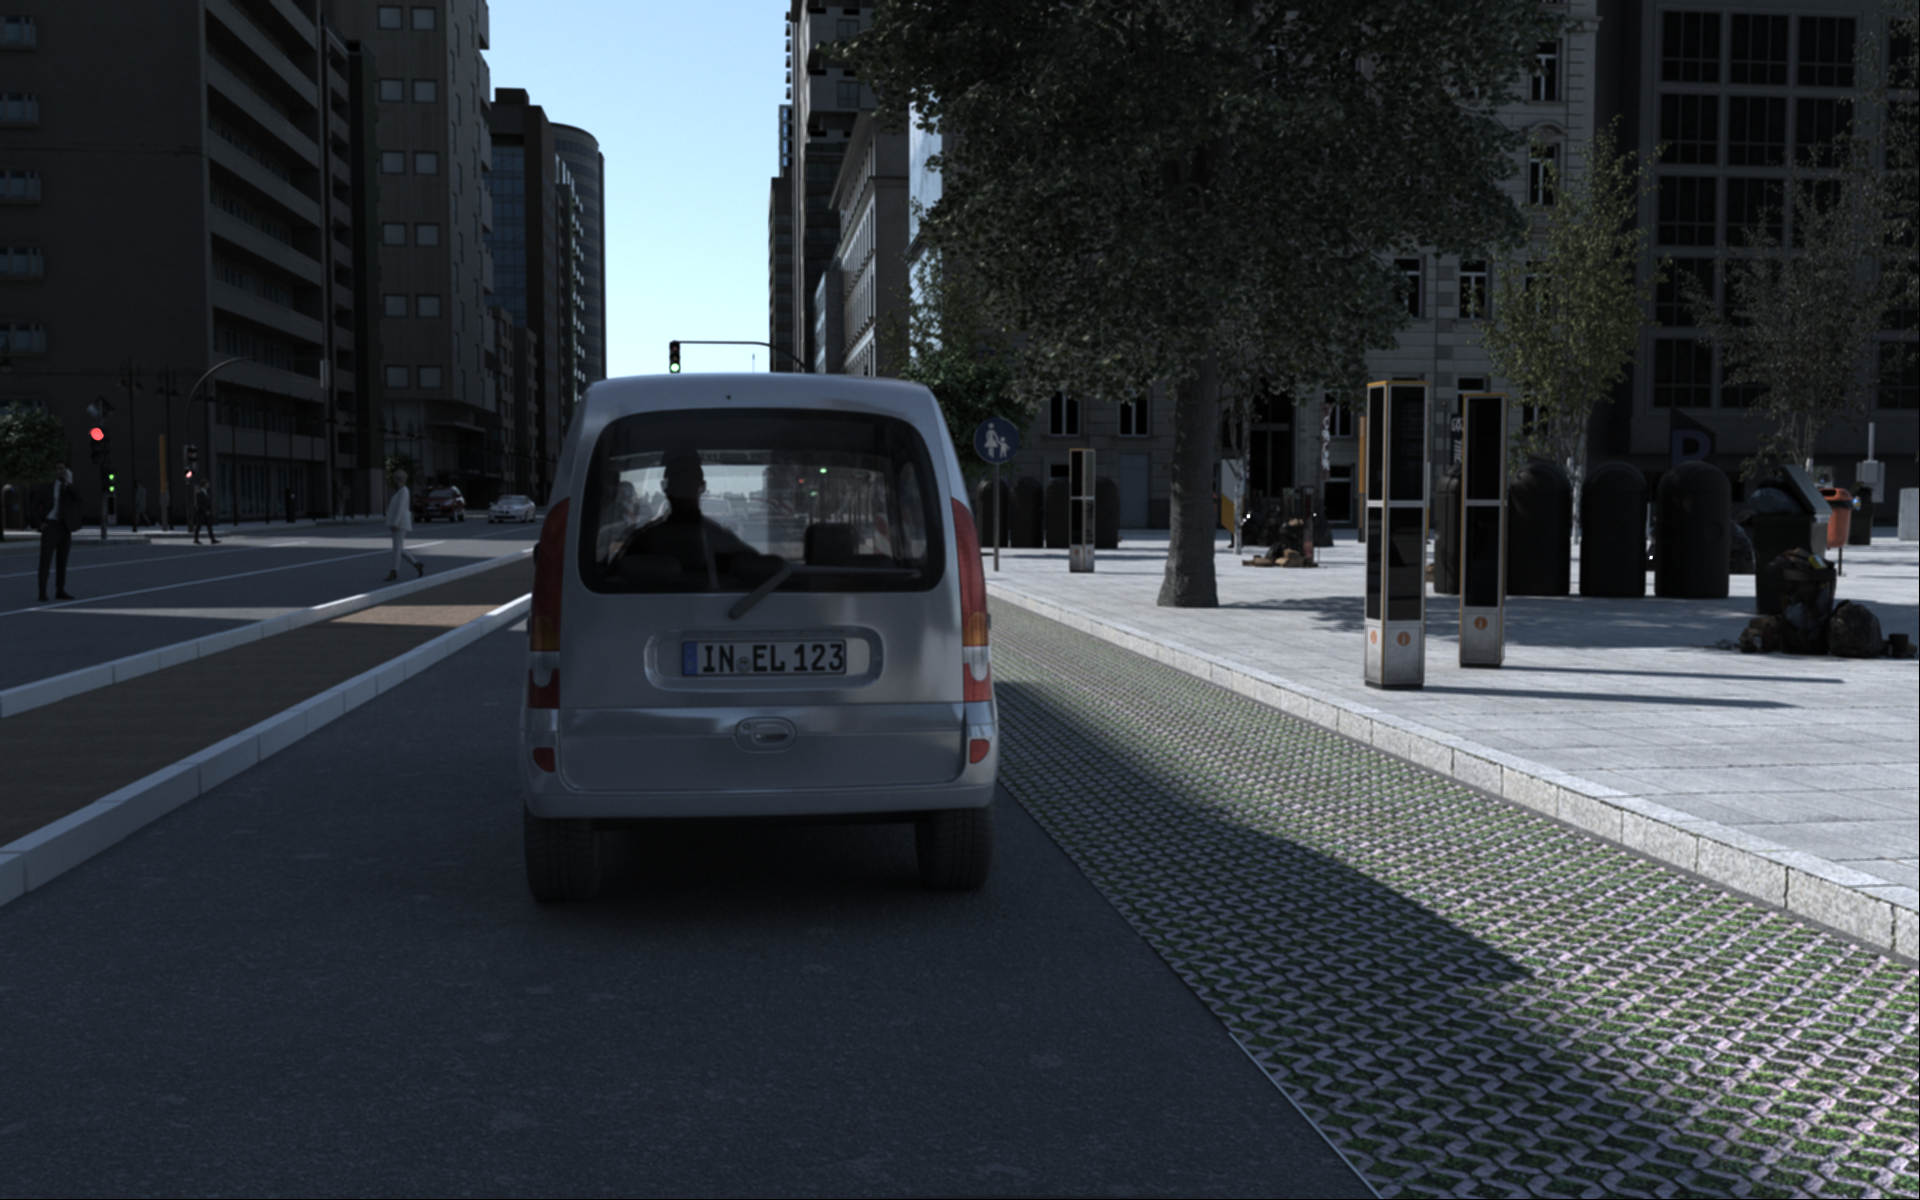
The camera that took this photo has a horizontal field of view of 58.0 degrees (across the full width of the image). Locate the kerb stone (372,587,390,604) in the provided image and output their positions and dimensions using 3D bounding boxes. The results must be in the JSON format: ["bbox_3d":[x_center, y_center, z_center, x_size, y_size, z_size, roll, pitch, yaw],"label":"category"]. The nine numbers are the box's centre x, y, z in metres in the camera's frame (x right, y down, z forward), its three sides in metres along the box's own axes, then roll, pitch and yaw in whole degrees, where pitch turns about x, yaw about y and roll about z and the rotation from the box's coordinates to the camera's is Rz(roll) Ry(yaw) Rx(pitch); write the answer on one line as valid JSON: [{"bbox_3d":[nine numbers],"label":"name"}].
[{"bbox_3d":[-7.663,-0.029,22.673,0.120,0.150,1.000,0,4,-7],"label":"kerb stone"}]

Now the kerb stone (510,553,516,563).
[{"bbox_3d":[-9.376,-0.839,35.911,0.120,0.150,1.000,0,4,-7],"label":"kerb stone"}]

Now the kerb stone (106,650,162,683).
[{"bbox_3d":[-6.481,0.531,13.518,0.120,0.150,1.000,0,4,-7],"label":"kerb stone"}]

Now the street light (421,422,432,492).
[{"bbox_3d":[-34.597,-8.477,111.380,0.468,5.910,1.993,0,4,-7],"label":"street light"}]

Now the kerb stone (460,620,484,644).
[{"bbox_3d":[-4.802,0.330,16.878,0.120,0.150,1.000,0,4,-7],"label":"kerb stone"}]

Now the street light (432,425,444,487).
[{"bbox_3d":[-35.060,-8.730,115.521,0.468,5.910,1.993,0,4,-7],"label":"street light"}]

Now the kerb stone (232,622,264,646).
[{"bbox_3d":[-6.879,0.351,16.571,0.120,0.150,1.000,0,4,-7],"label":"kerb stone"}]

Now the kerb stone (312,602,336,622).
[{"bbox_3d":[-7.275,0.158,19.614,0.120,0.150,1.000,0,4,-7],"label":"kerb stone"}]

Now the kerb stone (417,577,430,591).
[{"bbox_3d":[-8.068,-0.215,25.741,0.120,0.150,1.000,0,4,-7],"label":"kerb stone"}]

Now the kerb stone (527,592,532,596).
[{"bbox_3d":[-5.453,0.015,21.959,0.120,0.150,1.000,0,4,-7],"label":"kerb stone"}]

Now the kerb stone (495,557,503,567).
[{"bbox_3d":[-9.117,-0.715,33.878,0.120,0.150,1.000,0,4,-7],"label":"kerb stone"}]

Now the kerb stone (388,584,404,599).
[{"bbox_3d":[-7.800,-0.092,23.699,0.120,0.150,1.000,0,4,-7],"label":"kerb stone"}]

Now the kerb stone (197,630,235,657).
[{"bbox_3d":[-6.739,0.407,15.549,0.120,0.150,1.000,0,4,-7],"label":"kerb stone"}]

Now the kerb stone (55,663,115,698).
[{"bbox_3d":[-6.359,0.596,12.503,0.120,0.150,1.000,0,4,-7],"label":"kerb stone"}]

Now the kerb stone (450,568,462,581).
[{"bbox_3d":[-8.462,-0.403,28.785,0.120,0.150,1.000,0,4,-7],"label":"kerb stone"}]

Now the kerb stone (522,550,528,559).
[{"bbox_3d":[-9.642,-0.964,37.949,0.120,0.150,1.000,0,4,-7],"label":"kerb stone"}]

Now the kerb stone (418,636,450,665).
[{"bbox_3d":[-4.536,0.449,14.850,0.120,0.150,1.000,0,4,-7],"label":"kerb stone"}]

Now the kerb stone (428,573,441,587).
[{"bbox_3d":[-8.197,-0.279,26.756,0.120,0.150,1.000,0,4,-7],"label":"kerb stone"}]

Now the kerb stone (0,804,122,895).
[{"bbox_3d":[-3.475,0.946,6.721,0.120,0.150,1.000,0,4,-7],"label":"kerb stone"}]

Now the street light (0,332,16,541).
[{"bbox_3d":[-26.243,-4.554,47.240,0.468,5.910,1.993,0,4,-7],"label":"street light"}]

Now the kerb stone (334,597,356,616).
[{"bbox_3d":[-7.402,0.095,20.637,0.120,0.150,1.000,0,4,-7],"label":"kerb stone"}]

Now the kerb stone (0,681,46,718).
[{"bbox_3d":[-6.210,0.655,11.491,0.120,0.150,1.000,0,4,-7],"label":"kerb stone"}]

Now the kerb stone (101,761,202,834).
[{"bbox_3d":[-3.616,0.885,7.734,0.120,0.150,1.000,0,4,-7],"label":"kerb stone"}]

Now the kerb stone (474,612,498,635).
[{"bbox_3d":[-4.929,0.264,17.892,0.120,0.150,1.000,0,4,-7],"label":"kerb stone"}]

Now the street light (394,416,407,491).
[{"bbox_3d":[-33.466,-7.952,102.808,0.468,5.910,1.993,0,4,-7],"label":"street light"}]

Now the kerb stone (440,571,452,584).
[{"bbox_3d":[-8.332,-0.341,27.771,0.120,0.150,1.000,0,4,-7],"label":"kerb stone"}]

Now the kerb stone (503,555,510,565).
[{"bbox_3d":[-9.245,-0.777,34.893,0.120,0.150,1.000,0,4,-7],"label":"kerb stone"}]

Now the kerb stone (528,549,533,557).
[{"bbox_3d":[-9.782,-1.026,38.969,0.120,0.150,1.000,0,4,-7],"label":"kerb stone"}]

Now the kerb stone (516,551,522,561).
[{"bbox_3d":[-9.511,-0.901,36.934,0.120,0.150,1.000,0,4,-7],"label":"kerb stone"}]

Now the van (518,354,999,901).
[{"bbox_3d":[-0.894,-0.033,7.544,2.013,2.044,4.112,0,4,-8],"label":"van"}]

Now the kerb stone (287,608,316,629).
[{"bbox_3d":[-7.131,0.220,18.600,0.120,0.150,1.000,0,4,-7],"label":"kerb stone"}]

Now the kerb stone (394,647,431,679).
[{"bbox_3d":[-4.399,0.515,13.832,0.120,0.150,1.000,0,4,-7],"label":"kerb stone"}]

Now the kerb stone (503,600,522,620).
[{"bbox_3d":[-5.195,0.139,19.931,0.120,0.150,1.000,0,4,-7],"label":"kerb stone"}]

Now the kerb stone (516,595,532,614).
[{"bbox_3d":[-5.325,0.077,20.945,0.120,0.150,1.000,0,4,-7],"label":"kerb stone"}]

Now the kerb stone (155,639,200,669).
[{"bbox_3d":[-6.615,0.469,14.534,0.120,0.150,1.000,0,4,-7],"label":"kerb stone"}]

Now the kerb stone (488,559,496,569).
[{"bbox_3d":[-8.987,-0.649,32.864,0.120,0.150,1.000,0,4,-7],"label":"kerb stone"}]

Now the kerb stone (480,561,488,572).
[{"bbox_3d":[-8.851,-0.589,31.843,0.120,0.150,1.000,0,4,-7],"label":"kerb stone"}]

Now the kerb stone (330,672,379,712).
[{"bbox_3d":[-4.142,0.636,11.800,0.120,0.150,1.000,0,4,-7],"label":"kerb stone"}]

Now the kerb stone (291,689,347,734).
[{"bbox_3d":[-4.009,0.698,10.777,0.120,0.150,1.000,0,4,-7],"label":"kerb stone"}]

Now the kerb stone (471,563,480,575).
[{"bbox_3d":[-8.722,-0.528,30.829,0.120,0.150,1.000,0,4,-7],"label":"kerb stone"}]

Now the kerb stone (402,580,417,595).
[{"bbox_3d":[-7.933,-0.154,24.717,0.120,0.150,1.000,0,4,-7],"label":"kerb stone"}]

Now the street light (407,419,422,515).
[{"bbox_3d":[-34.036,-8.235,107.434,0.468,5.910,1.993,0,4,-7],"label":"street light"}]

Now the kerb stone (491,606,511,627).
[{"bbox_3d":[-5.059,0.202,18.906,0.120,0.150,1.000,0,4,-7],"label":"kerb stone"}]

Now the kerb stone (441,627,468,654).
[{"bbox_3d":[-4.666,0.387,15.864,0.120,0.150,1.000,0,4,-7],"label":"kerb stone"}]

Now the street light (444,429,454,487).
[{"bbox_3d":[-35.643,-8.993,119.831,0.468,5.910,1.993,0,4,-7],"label":"street light"}]

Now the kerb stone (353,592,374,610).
[{"bbox_3d":[-7.532,0.033,21.659,0.120,0.150,1.000,0,4,-7],"label":"kerb stone"}]

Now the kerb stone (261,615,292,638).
[{"bbox_3d":[-7.004,0.284,17.585,0.120,0.150,1.000,0,4,-7],"label":"kerb stone"}]

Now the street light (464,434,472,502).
[{"bbox_3d":[-36.827,-9.518,128.410,0.468,5.910,1.993,0,4,-7],"label":"street light"}]

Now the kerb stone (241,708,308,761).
[{"bbox_3d":[-3.874,0.761,9.762,0.120,0.150,1.000,0,4,-7],"label":"kerb stone"}]

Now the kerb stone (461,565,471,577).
[{"bbox_3d":[-8.592,-0.466,29.811,0.120,0.150,1.000,0,4,-7],"label":"kerb stone"}]

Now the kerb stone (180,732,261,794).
[{"bbox_3d":[-3.745,0.822,8.748,0.120,0.150,1.000,0,4,-7],"label":"kerb stone"}]

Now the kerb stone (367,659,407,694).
[{"bbox_3d":[-4.268,0.575,12.814,0.120,0.150,1.000,0,4,-7],"label":"kerb stone"}]

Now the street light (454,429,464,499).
[{"bbox_3d":[-36.128,-9.245,123.935,0.468,5.910,1.993,0,4,-7],"label":"street light"}]
